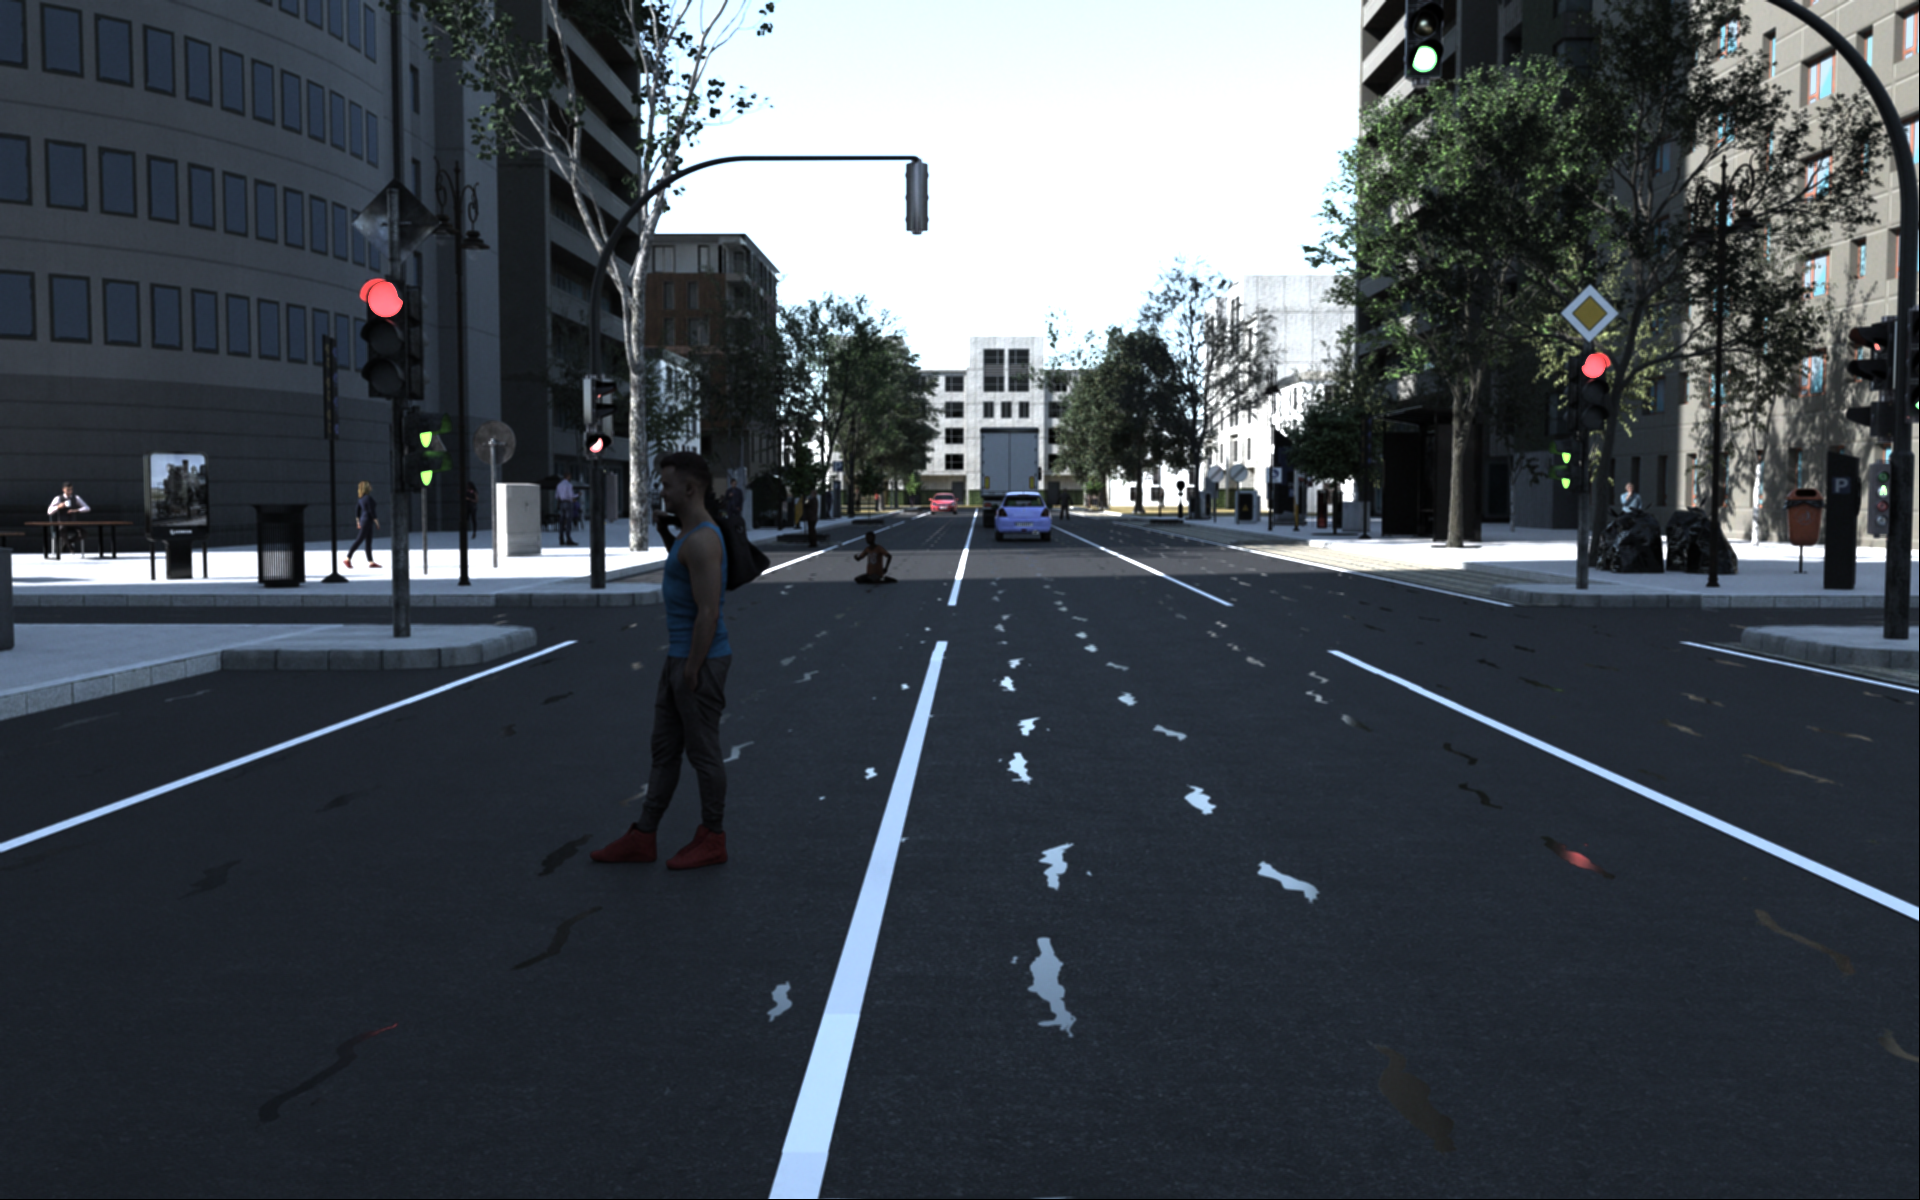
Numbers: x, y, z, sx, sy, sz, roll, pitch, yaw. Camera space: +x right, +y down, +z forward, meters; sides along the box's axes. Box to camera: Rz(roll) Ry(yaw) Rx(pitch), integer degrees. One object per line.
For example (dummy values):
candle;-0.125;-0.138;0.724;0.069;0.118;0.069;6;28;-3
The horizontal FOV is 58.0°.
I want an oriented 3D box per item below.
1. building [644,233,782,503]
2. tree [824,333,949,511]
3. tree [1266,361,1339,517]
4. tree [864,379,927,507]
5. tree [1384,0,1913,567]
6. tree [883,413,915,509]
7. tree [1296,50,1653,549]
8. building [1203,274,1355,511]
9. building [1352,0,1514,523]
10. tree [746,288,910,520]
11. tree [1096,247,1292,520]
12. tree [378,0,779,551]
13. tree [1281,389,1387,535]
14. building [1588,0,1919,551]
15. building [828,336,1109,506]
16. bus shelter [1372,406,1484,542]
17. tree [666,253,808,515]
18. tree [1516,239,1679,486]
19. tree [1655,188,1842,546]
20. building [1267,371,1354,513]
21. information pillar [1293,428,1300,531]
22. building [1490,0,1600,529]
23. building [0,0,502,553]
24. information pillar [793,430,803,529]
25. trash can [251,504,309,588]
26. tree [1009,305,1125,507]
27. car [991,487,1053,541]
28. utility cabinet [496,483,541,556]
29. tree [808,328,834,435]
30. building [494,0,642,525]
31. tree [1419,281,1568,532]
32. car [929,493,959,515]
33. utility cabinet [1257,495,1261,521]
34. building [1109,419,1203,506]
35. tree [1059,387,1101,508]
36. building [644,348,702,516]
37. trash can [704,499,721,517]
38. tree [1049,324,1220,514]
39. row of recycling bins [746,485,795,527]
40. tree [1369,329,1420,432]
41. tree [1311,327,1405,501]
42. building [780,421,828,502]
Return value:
building;-32.898;-18.716;149.986;32.646;21.610;27.936;0;4;1
tree;-6.044;-13.920;134.239;9.857;13.997;8.962;0;3;0
tree;19.133;-8.902;95.917;4.360;8.622;3.978;0;3;0
tree;-6.620;-15.390;169.747;7.486;12.596;7.792;0;3;0
tree;11.254;-5.832;29.765;8.767;10.594;7.601;-1;4;-20
tree;-5.513;-11.923;145.299;4.360;8.622;3.978;0;3;0
tree;11.986;-7.045;40.947;9.928;11.665;9.643;0;3;0
building;31.173;-17.211;147.865;16.747;18.905;31.486;0;4;1
building;32.792;-28.290;86.248;21.300;48.544;21.600;0;4;1
tree;-6.662;-9.821;86.324;9.928;11.665;9.643;0;3;0
tree;11.805;-10.763;86.345;12.009;13.543;11.850;0;3;0
tree;-8.501;-11.198;38.978;12.611;20.169;13.585;0;3;0
tree;11.849;-4.324;54.409;4.285;4.588;4.351;0;3;0
building;36.347;-12.345;46.879;28.899;21.520;27.650;0;4;1
building;1.075;-20.517;201.917;31.486;18.905;16.747;0;4;1
bus shelter;13.217;-3.547;49.275;1.731;3.624;6.357;0;4;1
tree;-7.019;-6.304;53.433;4.360;8.622;3.978;0;3;0
tree;17.803;-6.008;48.594;4.737;8.622;4.395;0;3;0
tree;19.534;-5.636;42.519;4.360;8.622;3.978;0;3;0
building;27.850;-10.784;118.462;9.099;9.664;28.070;0;4;1
information pillar;11.736;-4.224;60.417;0.183;3.616;0.504;0;4;1
building;28.711;-18.185;69.027;14.160;30.474;14.107;0;4;1
building;-27.433;-30.943;47.910;21.231;58.520;28.212;0;4;1
information pillar;-5.916;-4.411;63.476;0.183;3.616;0.504;1;4;23
trash can;-9.356;-0.747;23.864;0.748;1.137;0.748;0;3;0
tree;11.350;-19.522;175.078;12.611;20.169;13.585;0;3;0
car;1.939;-2.713;53.941;1.945;1.707;3.694;0;4;0
utility cabinet;-9.085;-1.650;35.652;0.318;1.500;1.173;1;4;21
tree;-7.117;-7.390;71.185;4.360;8.622;3.978;0;3;0
building;-27.808;-28.034;82.062;21.300;48.544;21.600;0;4;1
tree;18.658;-6.625;58.677;4.360;8.622;3.978;0;3;0
car;-1.109;-6.948;122.632;2.155;1.783;4.494;0;4;1
utility cabinet;13.601;-4.298;81.436;1.020;1.237;0.306;0;4;5
building;30.858;-15.600;197.211;28.070;9.664;9.099;0;4;1
tree;12.876;-14.397;161.153;9.928;11.665;9.643;0;3;0
building;-21.395;-10.476;113.426;9.099;9.664;28.070;0;4;1
trash can;-7.436;-2.423;51.274;0.748;1.137;0.748;0;3;0
tree;11.942;-12.082;114.546;9.611;12.733;9.660;0;3;0
row of recycling bins;-7.833;-3.721;67.945;3.534;1.692;1.069;3;5;42
tree;18.560;-7.199;68.069;4.360;8.622;3.978;0;3;0
tree;17.441;-7.674;75.834;4.737;8.622;4.395;0;3;0
building;-28.746;-15.699;198.826;28.070;9.664;9.099;0;4;1
